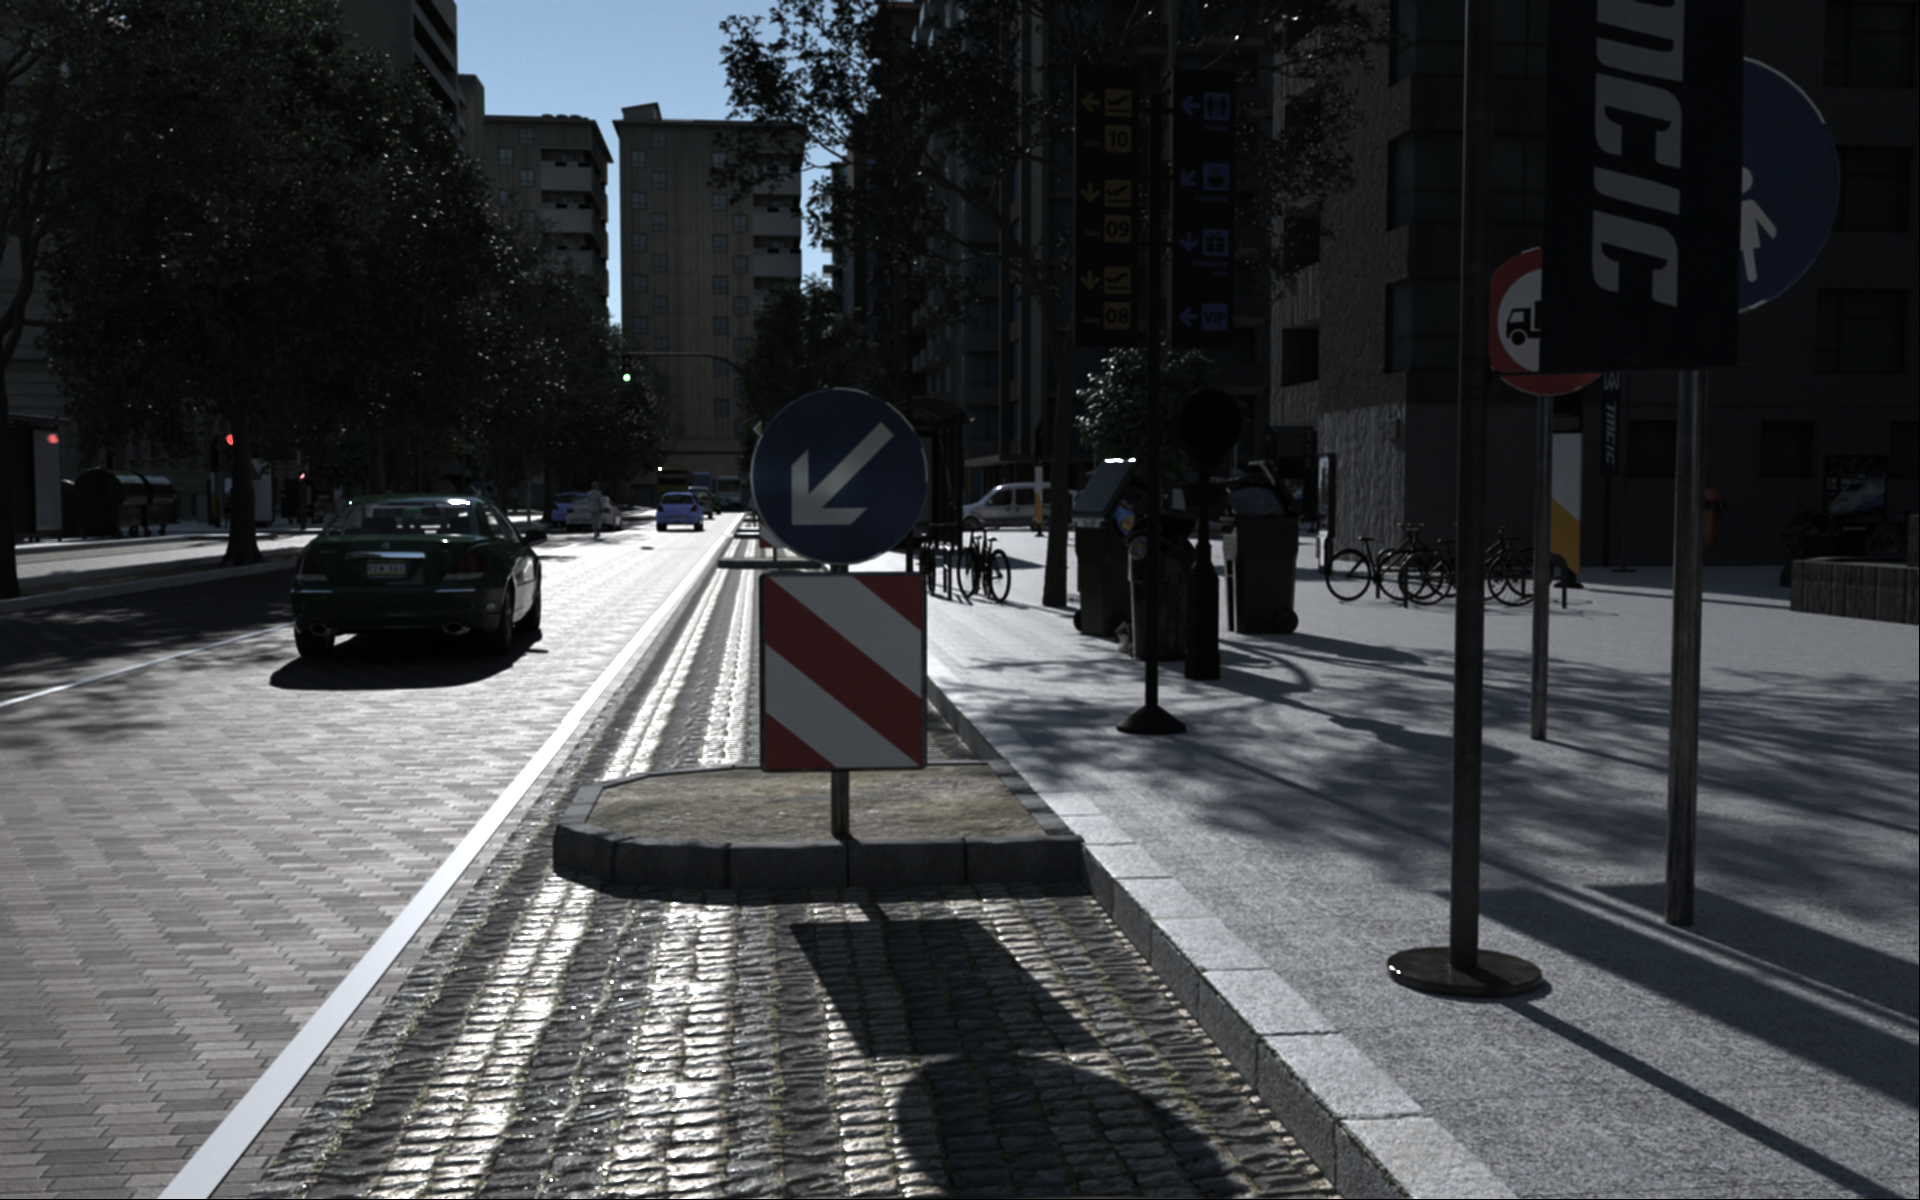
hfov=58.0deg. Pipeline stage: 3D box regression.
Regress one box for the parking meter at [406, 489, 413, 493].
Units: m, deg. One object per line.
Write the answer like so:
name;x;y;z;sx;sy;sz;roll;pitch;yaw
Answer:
parking meter;-30.432;-5.340;95.713;0.372;1.533;0.369;0;3;0

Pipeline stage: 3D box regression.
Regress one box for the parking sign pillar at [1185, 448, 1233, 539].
parking sign pillar;7.199;-3.767;50.070;1.447;3.967;1.447;1;4;21

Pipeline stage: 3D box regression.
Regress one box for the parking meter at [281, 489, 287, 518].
parking meter;-36.213;-5.167;92.890;0.372;1.533;0.369;0;3;0

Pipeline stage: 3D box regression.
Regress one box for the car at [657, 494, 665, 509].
car;-21.423;-7.135;128.447;2.131;1.459;4.920;0;4;-5

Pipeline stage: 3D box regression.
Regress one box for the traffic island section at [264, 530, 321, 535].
traffic island section;-23.716;-2.461;62.521;2.009;0.180;2.903;0;4;-7

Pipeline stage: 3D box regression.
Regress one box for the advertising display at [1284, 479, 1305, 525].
advertising display;14.014;-4.125;72.650;0.974;1.923;0.123;3;5;45

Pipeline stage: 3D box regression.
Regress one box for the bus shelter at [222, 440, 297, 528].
bus shelter;-26.972;-4.518;67.787;2.014;3.302;5.546;0;4;-6

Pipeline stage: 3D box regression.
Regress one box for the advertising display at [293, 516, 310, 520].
advertising display;-32.551;-4.915;85.577;0.974;1.923;0.123;1;4;14

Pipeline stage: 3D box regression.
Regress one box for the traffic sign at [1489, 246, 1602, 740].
traffic sign;3.029;-0.544;8.993;0.768;2.556;0.104;0;3;0

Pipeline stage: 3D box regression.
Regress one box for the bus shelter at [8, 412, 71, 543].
bus shelter;-25.068;-4.013;43.245;2.179;5.291;8.768;0;4;-6

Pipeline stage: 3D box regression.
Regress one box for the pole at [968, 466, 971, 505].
pole;0.577;-7.017;108.567;0.158;3.312;0.155;0;3;0

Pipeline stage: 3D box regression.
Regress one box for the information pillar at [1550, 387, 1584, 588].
information pillar;8.283;-1.978;23.702;0.504;3.616;0.183;3;4;37

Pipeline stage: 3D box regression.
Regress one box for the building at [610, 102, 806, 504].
building;-33.237;-39.957;242.528;27.495;52.752;28.713;0;4;-7

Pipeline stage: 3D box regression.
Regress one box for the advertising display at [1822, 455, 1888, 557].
advertising display;14.759;-1.430;28.598;0.974;1.923;0.123;0;4;8

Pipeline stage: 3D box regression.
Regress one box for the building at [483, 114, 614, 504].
building;-60.578;-39.779;239.622;27.495;52.752;28.713;0;4;-7

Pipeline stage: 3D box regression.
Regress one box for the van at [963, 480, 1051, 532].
van;1.591;-3.370;62.108;4.112;2.044;2.013;0;4;-6

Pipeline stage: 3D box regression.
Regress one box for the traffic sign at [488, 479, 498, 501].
traffic sign;-32.596;-7.333;121.075;0.795;2.450;0.064;0;4;1

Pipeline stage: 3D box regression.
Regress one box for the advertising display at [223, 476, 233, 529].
advertising display;-26.548;-3.572;63.620;0.974;1.923;0.123;0;4;-1

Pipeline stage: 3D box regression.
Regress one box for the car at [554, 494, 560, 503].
car;-28.094;-6.990;123.089;1.959;1.807;4.718;0;4;-5

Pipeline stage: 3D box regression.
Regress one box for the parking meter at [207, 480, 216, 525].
parking meter;-30.750;-4.009;71.258;0.255;1.863;0.399;1;4;15

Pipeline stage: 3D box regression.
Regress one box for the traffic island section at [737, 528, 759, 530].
traffic island section;-7.284;-2.577;64.418;2.009;0.180;2.903;0;4;-7

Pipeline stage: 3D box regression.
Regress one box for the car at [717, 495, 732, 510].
car;-22.347;-9.138;161.776;2.083;1.381;4.827;0;4;-6

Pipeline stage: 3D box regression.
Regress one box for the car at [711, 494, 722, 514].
car;-18.023;-7.035;123.819;1.959;1.807;4.718;0;4;-6

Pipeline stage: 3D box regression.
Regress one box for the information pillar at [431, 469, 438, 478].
information pillar;-39.557;-8.511;130.503;0.504;3.616;0.183;-1;4;-21

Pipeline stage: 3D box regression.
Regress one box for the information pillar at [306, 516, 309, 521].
information pillar;-30.902;-5.509;81.420;0.183;3.616;0.504;1;4;17

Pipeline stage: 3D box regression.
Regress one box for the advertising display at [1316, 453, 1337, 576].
advertising display;5.845;-1.373;27.659;0.123;1.923;0.974;0;4;1

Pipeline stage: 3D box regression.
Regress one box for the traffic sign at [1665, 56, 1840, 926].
traffic sign;2.151;-0.305;5.101;0.768;2.556;0.104;0;4;2

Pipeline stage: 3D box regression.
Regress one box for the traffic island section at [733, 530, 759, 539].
traffic island section;-6.363;-2.092;56.486;2.009;0.180;2.903;0;4;-7

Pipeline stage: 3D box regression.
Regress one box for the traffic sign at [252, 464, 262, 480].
traffic sign;-26.543;-3.957;64.706;0.884;2.594;0.081;0;4;-6

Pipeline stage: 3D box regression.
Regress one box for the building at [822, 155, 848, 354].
building;-4.115;-38.155;243.445;30.456;49.044;23.786;0;4;-7

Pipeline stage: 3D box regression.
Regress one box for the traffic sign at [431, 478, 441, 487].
traffic sign;-32.800;-6.507;108.511;0.606;2.300;0.079;0;4;-3

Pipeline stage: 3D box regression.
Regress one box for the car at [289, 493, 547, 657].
car;-5.138;-0.304;16.766;2.131;1.459;4.920;-1;4;-8

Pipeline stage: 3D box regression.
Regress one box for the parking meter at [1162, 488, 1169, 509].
parking meter;8.663;-3.973;73.370;0.372;1.533;0.369;0;3;0

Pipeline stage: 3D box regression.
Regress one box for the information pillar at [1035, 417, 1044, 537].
information pillar;2.380;-3.720;52.177;0.183;3.616;0.504;1;4;21

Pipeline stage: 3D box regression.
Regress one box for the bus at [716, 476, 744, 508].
bus;-24.359;-11.511;183.063;2.948;3.499;13.247;0;4;-7

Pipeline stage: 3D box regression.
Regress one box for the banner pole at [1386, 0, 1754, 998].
banner pole;1.546;-0.879;4.389;0.863;3.779;0.401;2;4;25

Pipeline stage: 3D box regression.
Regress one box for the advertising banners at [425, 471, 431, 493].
advertising banners;-33.755;-6.955;109.898;0.090;3.025;2.074;-2;4;-26

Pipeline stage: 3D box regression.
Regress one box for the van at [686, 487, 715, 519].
van;-15.346;-5.779;101.499;2.013;2.044;4.112;-1;4;-9

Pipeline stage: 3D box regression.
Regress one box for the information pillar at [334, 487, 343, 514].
information pillar;-33.110;-6.166;92.161;0.183;3.616;0.504;3;5;40

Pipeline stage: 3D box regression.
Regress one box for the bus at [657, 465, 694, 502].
bus;-24.298;-9.541;147.548;2.896;3.916;12.252;0;4;-7

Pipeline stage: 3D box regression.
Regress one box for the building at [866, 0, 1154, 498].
building;2.985;-30.648;155.726;22.147;44.769;28.867;0;4;-7

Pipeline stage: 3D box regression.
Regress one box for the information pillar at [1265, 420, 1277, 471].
information pillar;9.791;-3.872;54.668;0.183;3.616;0.504;-2;4;-31

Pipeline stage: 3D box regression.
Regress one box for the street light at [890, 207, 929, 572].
street light;-0.763;-3.257;26.037;0.468;5.910;1.993;0;4;-7

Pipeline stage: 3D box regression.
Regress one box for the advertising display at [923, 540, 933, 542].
advertising display;-0.866;-2.493;45.979;0.123;1.923;0.974;-2;4;-33

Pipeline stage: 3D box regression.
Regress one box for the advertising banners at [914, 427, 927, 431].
advertising banners;-1.820;-2.873;43.153;2.074;3.025;0.090;-1;4;-14

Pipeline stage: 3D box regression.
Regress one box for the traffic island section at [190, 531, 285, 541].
traffic island section;-22.795;-1.976;54.589;2.009;0.180;2.903;0;4;-7

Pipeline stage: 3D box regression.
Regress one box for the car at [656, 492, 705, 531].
car;-11.122;-3.624;68.842;1.945;1.707;3.694;0;4;-6

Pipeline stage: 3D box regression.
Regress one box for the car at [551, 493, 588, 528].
car;-16.754;-4.033;75.532;1.945;1.707;3.694;0;4;-5

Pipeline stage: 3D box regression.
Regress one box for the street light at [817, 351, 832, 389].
street light;-4.397;-5.100;56.174;0.468;5.910;1.993;0;4;-7

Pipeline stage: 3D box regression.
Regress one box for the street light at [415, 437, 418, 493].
street light;-29.333;-7.379;93.435;0.468;5.910;1.993;0;4;-7

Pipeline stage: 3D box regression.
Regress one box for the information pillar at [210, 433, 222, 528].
information pillar;-28.284;-4.553;65.804;0.183;3.616;0.504;0;4;4

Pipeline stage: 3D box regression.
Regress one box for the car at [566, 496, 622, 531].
car;-14.413;-3.417;68.229;2.083;1.381;4.827;0;4;-6

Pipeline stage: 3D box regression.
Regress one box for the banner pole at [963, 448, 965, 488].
banner pole;-0.048;-5.649;82.372;0.401;3.779;0.863;3;5;40

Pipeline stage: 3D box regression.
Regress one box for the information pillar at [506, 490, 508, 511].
information pillar;-34.741;-7.819;132.336;0.304;2.012;0.304;-1;4;-19

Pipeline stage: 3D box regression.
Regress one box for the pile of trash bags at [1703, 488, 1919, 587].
pile of trash bags;11.924;-0.900;24.465;3.447;1.369;1.912;3;5;42

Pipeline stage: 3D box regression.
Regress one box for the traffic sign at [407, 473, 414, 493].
traffic sign;-32.853;-6.367;104.201;0.768;2.556;0.104;0;4;-4

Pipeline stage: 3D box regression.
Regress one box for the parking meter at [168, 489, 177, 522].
parking meter;-35.214;-4.221;77.431;0.372;1.533;0.369;0;3;0

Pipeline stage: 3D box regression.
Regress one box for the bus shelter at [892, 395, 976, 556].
bus shelter;-0.982;-2.703;38.114;2.014;3.302;5.546;0;4;-6

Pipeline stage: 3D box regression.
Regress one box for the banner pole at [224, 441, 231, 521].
banner pole;-34.773;-5.656;82.489;0.401;3.779;0.863;0;4;7

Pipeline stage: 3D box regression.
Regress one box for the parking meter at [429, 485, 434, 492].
parking meter;-33.966;-6.461;111.347;0.255;1.863;0.399;-2;4;-35
